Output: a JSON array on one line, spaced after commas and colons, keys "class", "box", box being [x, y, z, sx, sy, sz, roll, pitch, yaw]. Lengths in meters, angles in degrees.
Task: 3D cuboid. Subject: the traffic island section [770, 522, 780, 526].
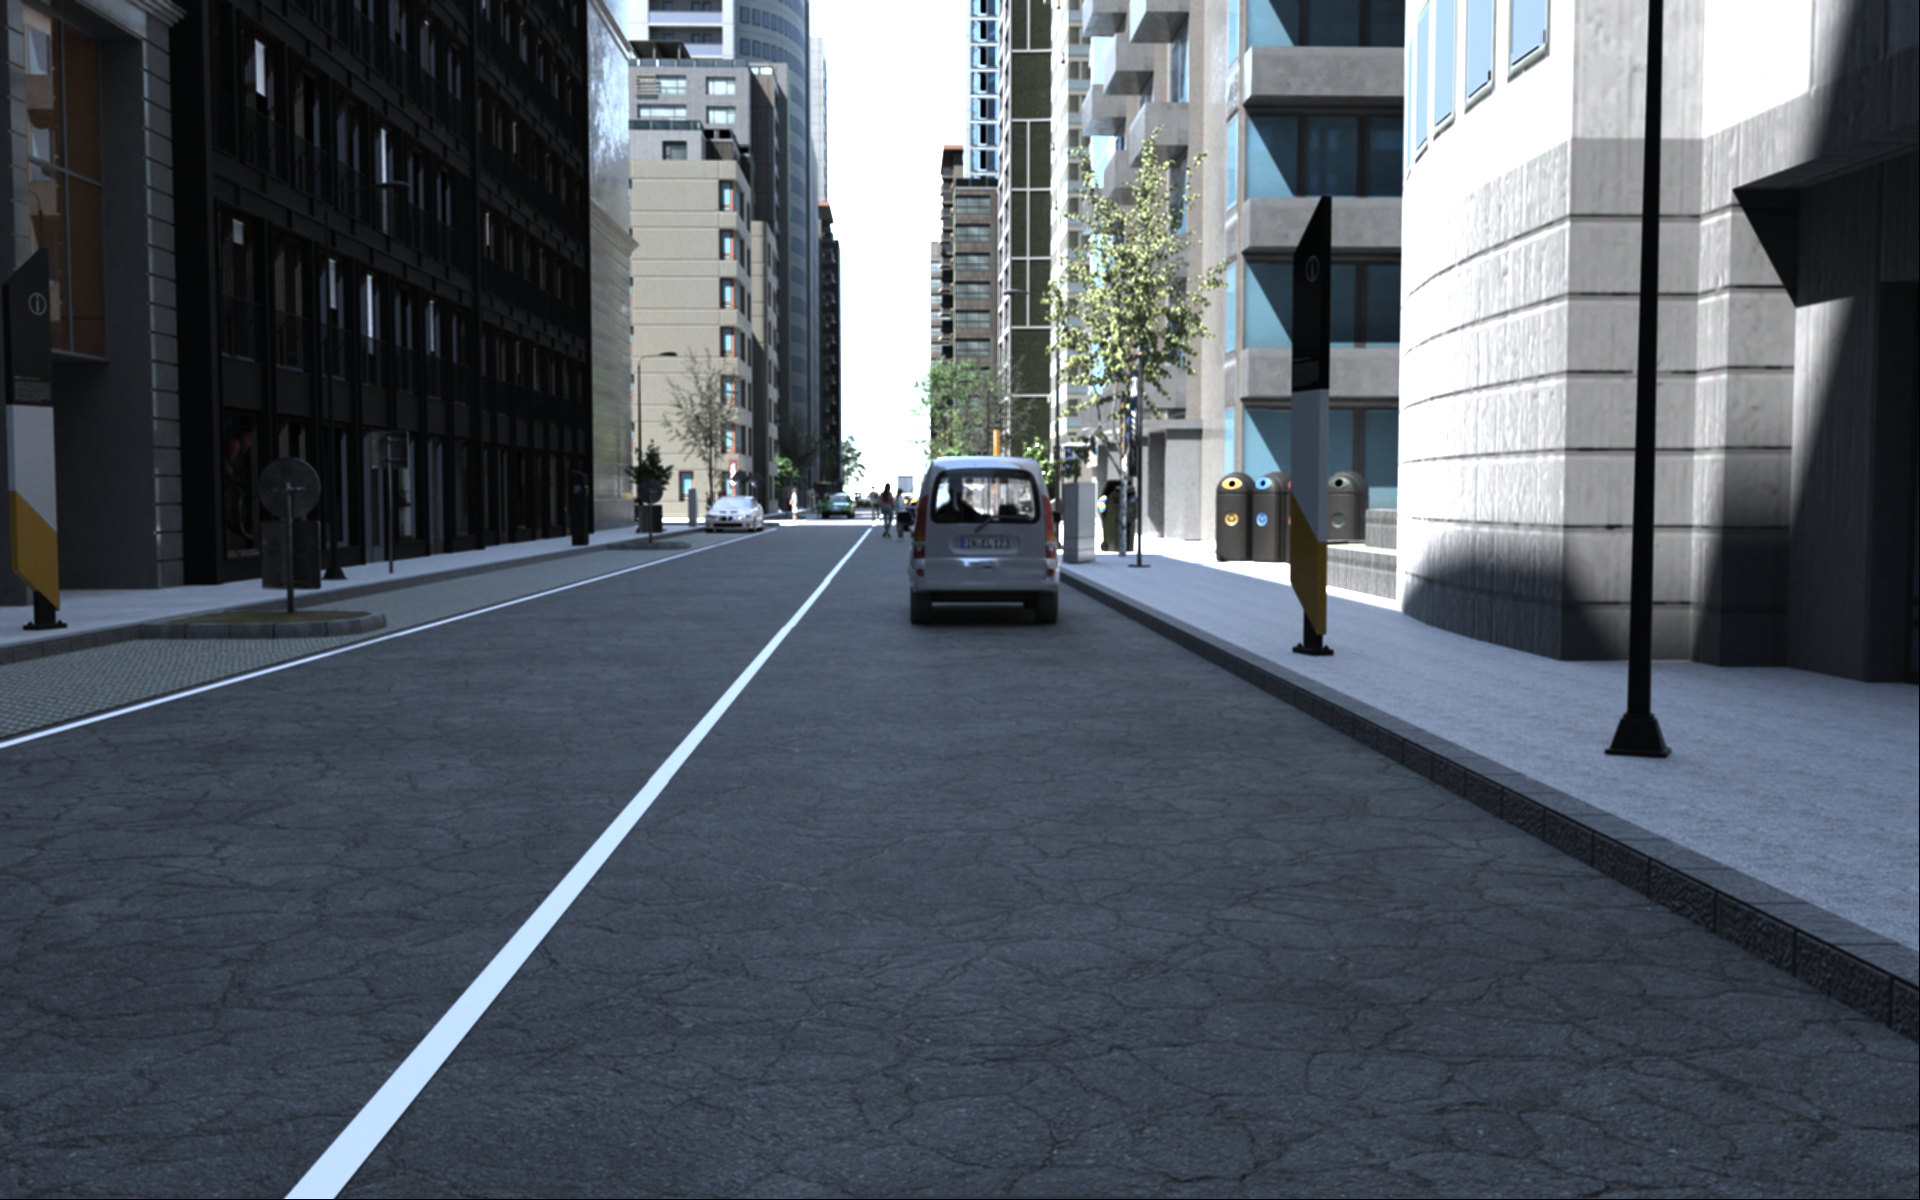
[{"class": "traffic island section", "box": [-9.187, -3.416, 78.129, 2.009, 0.180, 2.903, 0, 4, -2]}]

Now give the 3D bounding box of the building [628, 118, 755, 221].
[{"class": "building", "box": [-23.742, -22.343, 137.011, 14.160, 30.474, 14.107, 0, 4, -2]}]

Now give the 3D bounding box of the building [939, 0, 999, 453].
[{"class": "building", "box": [9.247, -53.177, 182.110, 22.319, 86.520, 31.000, 0, 4, -2]}]

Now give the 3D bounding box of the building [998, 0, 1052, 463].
[{"class": "building", "box": [11.718, -43.014, 141.524, 20.563, 71.187, 20.611, 0, 4, -2]}]

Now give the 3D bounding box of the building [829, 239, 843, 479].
[{"class": "building", "box": [-27.152, -39.397, 294.242, 14.600, 45.320, 14.200, 0, 4, -2]}]

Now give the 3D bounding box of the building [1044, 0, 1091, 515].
[{"class": "building", "box": [18.526, -25.529, 109.278, 32.217, 40.220, 23.993, 0, 4, -2]}]

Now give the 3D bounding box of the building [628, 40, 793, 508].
[{"class": "building", "box": [-22.945, -29.097, 159.326, 14.154, 41.232, 14.086, 0, 4, -2]}]

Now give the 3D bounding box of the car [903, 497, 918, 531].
[{"class": "car", "box": [-1.465, -3.421, 68.521, 1.945, 1.354, 3.894, 0, 4, -4]}]

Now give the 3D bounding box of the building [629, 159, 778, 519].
[{"class": "building", "box": [-25.853, -15.832, 103.893, 27.650, 21.520, 28.899, 0, 4, -2]}]

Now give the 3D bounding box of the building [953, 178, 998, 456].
[{"class": "building", "box": [6.342, -23.819, 161.138, 14.160, 30.474, 14.107, 0, 4, -2]}]

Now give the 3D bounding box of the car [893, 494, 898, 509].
[{"class": "car", "box": [-5.533, -9.348, 162.629, 2.009, 1.686, 4.222, 0, 4, -1]}]

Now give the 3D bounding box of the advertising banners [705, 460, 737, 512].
[{"class": "advertising banners", "box": [-12.215, -5.663, 88.778, 2.074, 3.025, 0.090, 2, 4, 31]}]

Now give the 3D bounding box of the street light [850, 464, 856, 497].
[{"class": "street light", "box": [-17.287, -18.069, 267.971, 1.470, 5.913, 1.316, 0, 4, -2]}]

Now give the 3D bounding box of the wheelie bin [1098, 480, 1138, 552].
[{"class": "wheelie bin", "box": [3.544, -1.856, 38.252, 0.980, 1.594, 0.693, -2, 4, -31]}]

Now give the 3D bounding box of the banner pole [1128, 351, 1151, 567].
[{"class": "banner pole", "box": [3.125, -2.490, 30.731, 0.401, 3.779, 0.863, -1, 4, -11]}]

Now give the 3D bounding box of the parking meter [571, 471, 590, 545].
[{"class": "parking meter", "box": [-9.488, -2.299, 43.293, 0.399, 1.863, 0.255, 1, 4, 14]}]

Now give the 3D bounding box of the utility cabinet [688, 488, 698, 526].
[{"class": "utility cabinet", "box": [-10.585, -3.668, 68.644, 0.318, 1.500, 1.173, 0, 4, -5]}]

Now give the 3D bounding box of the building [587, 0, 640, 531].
[{"class": "building", "box": [-24.858, -16.193, 62.013, 25.104, 27.353, 12.463, 0, 4, -2]}]

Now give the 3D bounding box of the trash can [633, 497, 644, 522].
[{"class": "trash can", "box": [-14.806, -4.142, 79.368, 0.748, 1.137, 0.748, 0, 3, 0]}]

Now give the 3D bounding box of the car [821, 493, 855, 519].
[{"class": "car", "box": [-7.227, -5.751, 102.831, 1.959, 1.807, 4.718, 0, 3, 0]}]

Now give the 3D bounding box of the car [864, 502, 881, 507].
[{"class": "car", "box": [-9.882, -11.224, 195.867, 2.083, 1.381, 4.827, 0, 3, 0]}]

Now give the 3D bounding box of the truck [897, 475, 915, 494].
[{"class": "truck", "box": [-8.188, -16.678, 261.596, 2.839, 4.237, 11.283, 0, 4, -1]}]

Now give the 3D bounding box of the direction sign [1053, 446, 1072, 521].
[{"class": "direction sign", "box": [4.838, -5.489, 81.737, 0.876, 3.537, 0.379, 0, 4, 0]}]

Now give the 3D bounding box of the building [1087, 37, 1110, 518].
[{"class": "building", "box": [14.137, -26.656, 85.935, 14.200, 45.320, 14.600, 0, 4, -2]}]

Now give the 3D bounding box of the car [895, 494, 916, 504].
[{"class": "car", "box": [-4.089, -7.642, 135.170, 2.015, 1.641, 3.980, 0, 4, -4]}]

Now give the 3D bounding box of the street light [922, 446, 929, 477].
[{"class": "street light", "box": [-2.716, -11.933, 167.643, 1.470, 5.913, 1.316, 0, 4, -2]}]

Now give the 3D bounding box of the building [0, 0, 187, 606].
[{"class": "building", "box": [-15.709, -14.123, 8.412, 11.434, 29.767, 29.804, 0, 4, -2]}]

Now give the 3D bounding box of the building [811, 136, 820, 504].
[{"class": "building", "box": [-24.837, -34.619, 216.139, 14.600, 45.320, 14.200, 0, 4, -2]}]

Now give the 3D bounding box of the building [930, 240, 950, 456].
[{"class": "building", "box": [2.102, -36.488, 280.170, 14.154, 41.232, 14.086, 0, 4, -2]}]

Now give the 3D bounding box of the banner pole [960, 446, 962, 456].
[{"class": "banner pole", "box": [0.039, -6.126, 90.174, 0.401, 3.779, 0.863, 0, 4, -4]}]

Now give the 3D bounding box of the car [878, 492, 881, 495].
[{"class": "car", "box": [-13.854, -18.381, 309.206, 2.281, 1.827, 5.304, 0, 4, -2]}]

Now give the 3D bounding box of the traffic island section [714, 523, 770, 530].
[{"class": "traffic island section", "box": [-8.909, -2.928, 70.149, 2.009, 0.180, 2.903, 0, 4, -2]}]

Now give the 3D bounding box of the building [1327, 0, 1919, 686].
[{"class": "building", "box": [15.031, -28.862, 13.886, 21.231, 58.520, 28.212, 0, 4, -2]}]

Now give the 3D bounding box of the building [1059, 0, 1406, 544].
[{"class": "building", "box": [15.724, -26.543, 53.590, 23.786, 49.044, 30.456, 0, 4, -2]}]

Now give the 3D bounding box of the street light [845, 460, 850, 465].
[{"class": "street light", "box": [-16.191, -16.202, 237.440, 1.470, 5.913, 1.316, 0, 4, -2]}]

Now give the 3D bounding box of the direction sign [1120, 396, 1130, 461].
[{"class": "direction sign", "box": [3.853, -2.959, 40.381, 0.379, 3.537, 0.876, -1, 4, -8]}]

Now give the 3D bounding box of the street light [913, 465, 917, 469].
[{"class": "street light", "box": [-5.649, -16.977, 250.115, 1.470, 5.913, 1.316, 0, 4, -2]}]

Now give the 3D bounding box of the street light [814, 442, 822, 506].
[{"class": "street light", "box": [-13.257, -11.120, 154.347, 1.470, 5.913, 1.316, 0, 4, -2]}]

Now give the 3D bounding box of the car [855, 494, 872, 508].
[{"class": "car", "box": [-10.140, -10.606, 183.636, 2.015, 1.641, 3.980, 0, 4, -4]}]

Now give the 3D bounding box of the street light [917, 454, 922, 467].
[{"class": "street light", "box": [-3.885, -13.862, 199.180, 1.470, 5.913, 1.316, 0, 4, -2]}]

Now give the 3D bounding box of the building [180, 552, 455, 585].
[{"class": "building", "box": [-16.883, -12.335, 31.356, 12.332, 23.373, 15.834, 0, 4, -2]}]

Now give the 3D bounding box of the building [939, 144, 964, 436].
[{"class": "building", "box": [8.554, -34.216, 214.051, 22.147, 44.769, 28.867, 0, 4, -2]}]

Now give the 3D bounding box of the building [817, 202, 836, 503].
[{"class": "building", "box": [-29.416, -36.516, 251.663, 22.147, 44.769, 28.867, 0, 4, -2]}]

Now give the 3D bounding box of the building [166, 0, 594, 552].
[{"class": "building", "box": [-17.802, -13.332, 47.656, 12.332, 23.373, 15.834, 0, 4, -2]}]

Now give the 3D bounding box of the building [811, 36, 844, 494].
[{"class": "building", "box": [-29.118, -51.239, 276.001, 20.563, 71.187, 20.611, 0, 4, -2]}]

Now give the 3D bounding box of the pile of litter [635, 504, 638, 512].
[{"class": "pile of litter", "box": [-15.279, -4.200, 82.627, 1.719, 0.858, 1.176, -2, 4, -25]}]

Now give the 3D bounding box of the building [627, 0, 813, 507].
[{"class": "building", "box": [-26.596, -39.009, 179.794, 21.231, 58.520, 28.212, 0, 4, -2]}]

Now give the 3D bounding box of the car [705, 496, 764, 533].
[{"class": "car", "box": [-8.515, -3.256, 65.591, 2.083, 1.381, 4.827, 0, 4, -1]}]

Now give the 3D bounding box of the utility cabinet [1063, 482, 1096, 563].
[{"class": "utility cabinet", "box": [2.228, -1.453, 32.432, 0.318, 1.500, 1.173, 1, 4, 21]}]
